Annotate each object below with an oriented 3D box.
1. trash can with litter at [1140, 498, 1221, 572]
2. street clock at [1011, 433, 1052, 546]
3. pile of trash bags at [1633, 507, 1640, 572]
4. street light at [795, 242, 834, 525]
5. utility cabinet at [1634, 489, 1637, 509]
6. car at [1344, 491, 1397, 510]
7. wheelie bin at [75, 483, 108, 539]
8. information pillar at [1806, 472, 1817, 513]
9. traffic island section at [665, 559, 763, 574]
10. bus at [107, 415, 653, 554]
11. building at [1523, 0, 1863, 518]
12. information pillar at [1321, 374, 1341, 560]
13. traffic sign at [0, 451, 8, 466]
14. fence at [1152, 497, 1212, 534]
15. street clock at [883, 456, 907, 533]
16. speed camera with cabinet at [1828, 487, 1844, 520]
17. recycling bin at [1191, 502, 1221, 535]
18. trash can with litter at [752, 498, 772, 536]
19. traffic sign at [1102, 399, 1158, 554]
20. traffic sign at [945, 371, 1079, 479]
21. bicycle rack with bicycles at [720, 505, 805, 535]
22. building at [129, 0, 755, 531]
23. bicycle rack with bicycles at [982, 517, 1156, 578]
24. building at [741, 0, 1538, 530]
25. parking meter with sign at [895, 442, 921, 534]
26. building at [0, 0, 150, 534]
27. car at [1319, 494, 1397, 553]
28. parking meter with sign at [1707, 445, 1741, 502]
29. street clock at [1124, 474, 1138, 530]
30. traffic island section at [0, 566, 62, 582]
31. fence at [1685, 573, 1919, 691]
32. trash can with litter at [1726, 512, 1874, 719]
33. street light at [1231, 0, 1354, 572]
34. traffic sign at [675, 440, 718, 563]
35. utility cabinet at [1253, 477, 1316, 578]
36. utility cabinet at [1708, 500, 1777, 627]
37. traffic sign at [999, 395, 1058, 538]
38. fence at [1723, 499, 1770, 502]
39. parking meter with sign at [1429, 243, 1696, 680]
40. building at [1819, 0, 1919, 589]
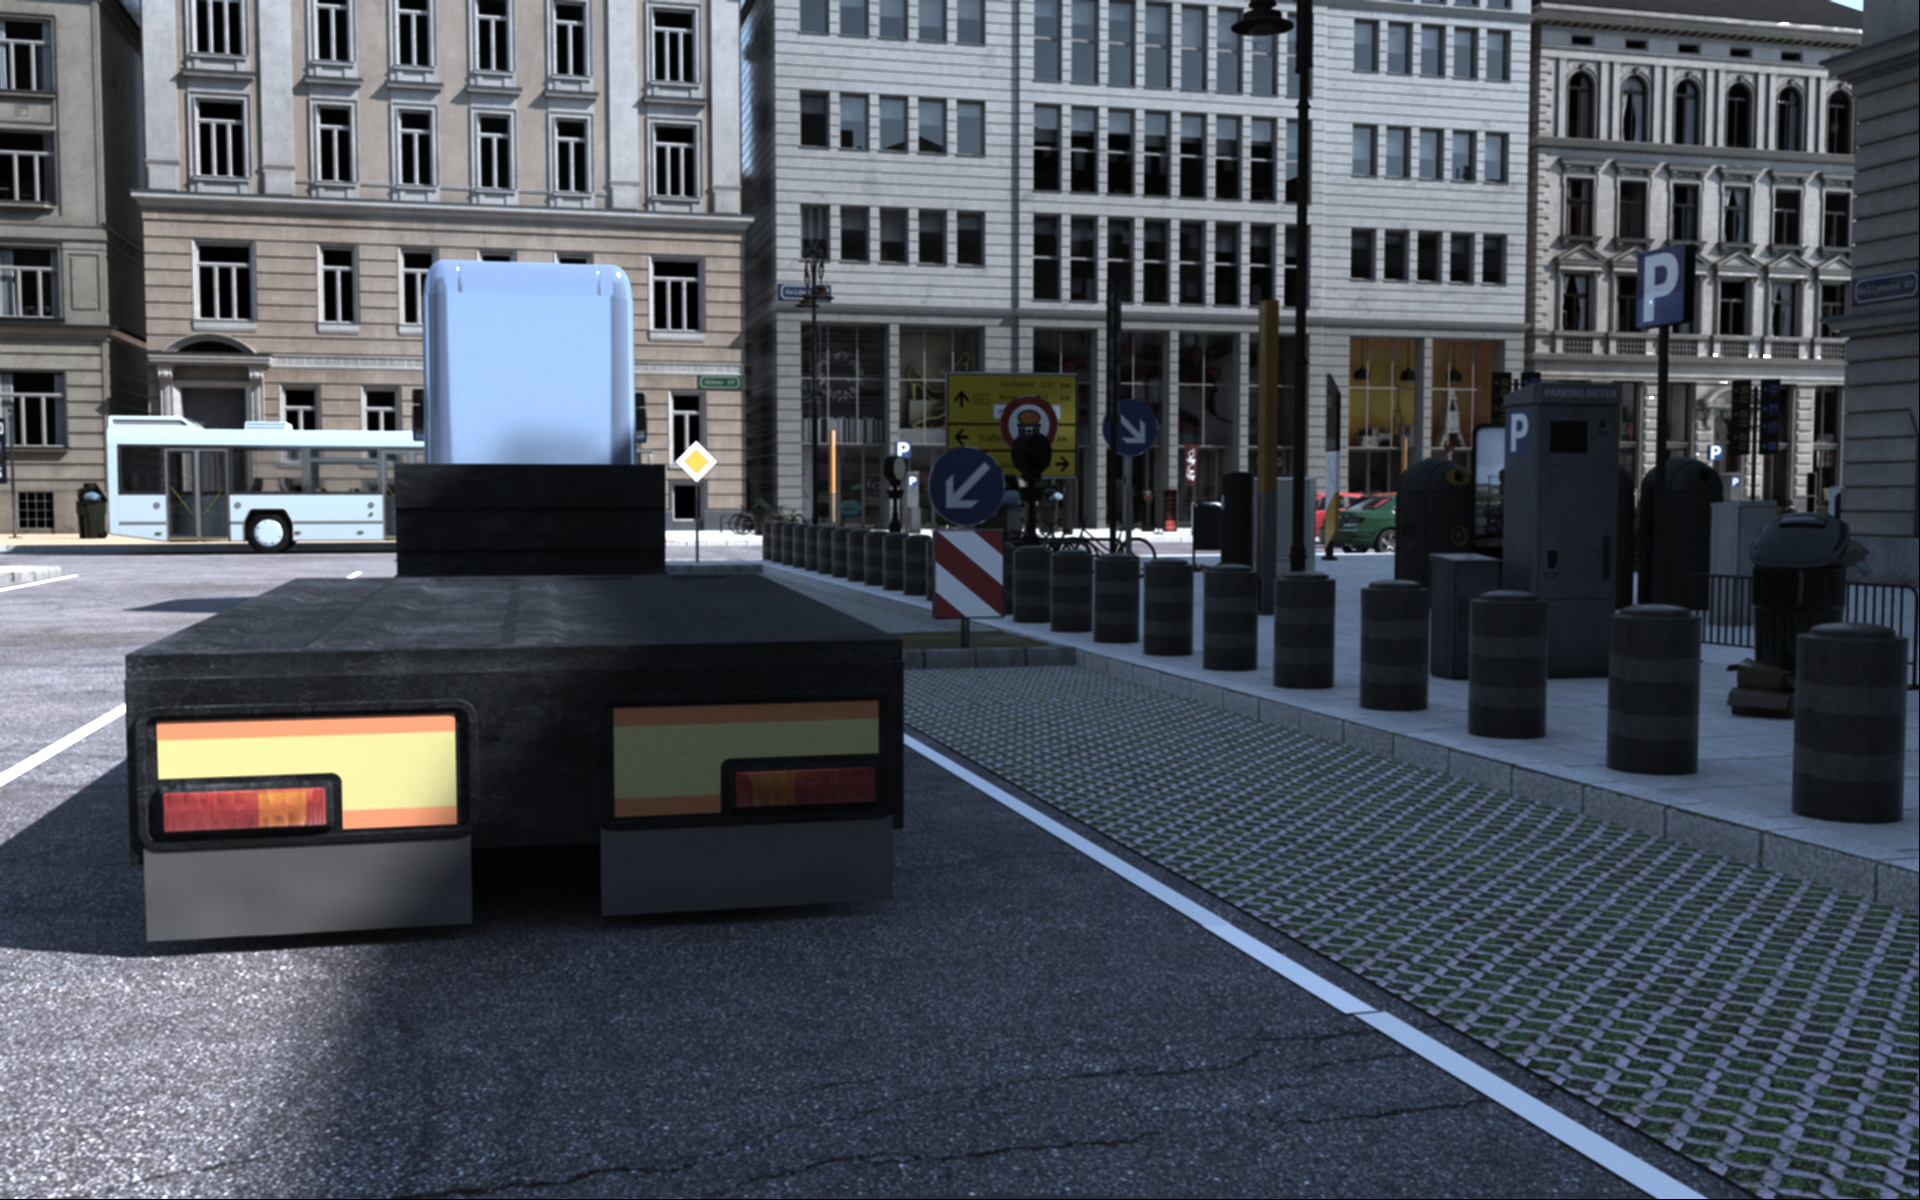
[{"bbox_3d":[3.759,-1.100,29.043,2.233,1.210,1.678,0,4,-8],"label":"trash can with litter"},{"bbox_3d":[0.853,-0.986,20.687,0.471,2.002,0.358,-3,5,-43],"label":"street clock"},{"bbox_3d":[11.013,-1.193,29.255,3.447,1.369,1.912,0,4,-7],"label":"pile of trash bags"},{"bbox_3d":[-2.686,-3.622,32.007,0.468,5.910,1.993,-1,4,-15],"label":"street light"},{"bbox_3d":[25.084,-3.496,65.838,1.173,1.500,0.318,0,4,-2],"label":"utility cabinet"},{"bbox_3d":[12.477,-2.302,46.678,4.494,1.783,2.155,-1,4,-17],"label":"car"},{"bbox_3d":[-25.071,-2.574,49.988,0.980,1.594,0.693,2,4,34],"label":"wheelie bin"},{"bbox_3d":[28.922,-3.326,58.866,0.304,2.012,0.304,2,4,27],"label":"information pillar"},{"bbox_3d":[-4.898,-0.621,32.438,2.009,0.180,2.903,-1,4,-15],"label":"traffic island section"},{"bbox_3d":[-13.777,-2.958,43.228,13.247,3.499,2.948,-1,4,-16],"label":"bus"},{"bbox_3d":[30.464,-15.076,75.376,19.941,23.489,11.050,-1,4,-15],"label":"building"},{"bbox_3d":[7.212,-2.580,33.544,0.183,3.616,0.504,-1,4,-12],"label":"information pillar"},{"bbox_3d":[-16.509,-1.568,29.273,0.795,2.450,0.064,-1,4,-15],"label":"traffic sign"},{"bbox_3d":[7.308,-2.722,55.716,2.264,1.192,0.480,-1,4,-21],"label":"fence"},{"bbox_3d":[-1.228,-1.727,32.804,0.358,2.002,0.471,2,4,30],"label":"street clock"},{"bbox_3d":[19.892,-2.631,37.347,2.038,3.252,0.660,2,4,29],"label":"speed camera with cabinet"},{"bbox_3d":[7.665,-2.525,53.845,0.722,1.027,0.722,3,4,38],"label":"recycling bin"},{"bbox_3d":[-5.944,-2.585,53.646,1.055,1.170,0.624,3,5,41],"label":"trash can with litter"},{"bbox_3d":[2.271,-1.418,23.287,0.768,2.556,0.104,0,4,-7],"label":"traffic sign"},{"bbox_3d":[0.870,-2.148,28.995,2.265,3.308,0.079,-1,4,-10],"label":"traffic sign"},{"bbox_3d":[-6.368,-2.612,56.095,2.925,0.926,2.852,-2,4,-30],"label":"bicycle rack with bicycles"},{"bbox_3d":[-18.415,-16.982,63.562,20.117,28.700,13.634,-1,4,-15],"label":"building"},{"bbox_3d":[1.218,-0.763,25.856,2.925,0.926,2.852,1,4,22],"label":"bicycle rack with bicycles"},{"bbox_3d":[6.466,-17.808,68.655,29.804,29.767,11.434,-1,4,-15],"label":"building"},{"bbox_3d":[-1.658,-3.701,56.778,0.543,3.016,1.738,-1,4,-17],"label":"parking meter with sign"},{"bbox_3d":[-43.033,-13.786,58.687,30.059,22.955,16.112,-1,4,-15],"label":"building"},{"bbox_3d":[10.731,-1.721,39.943,4.920,1.459,2.131,-1,4,-15],"label":"car"},{"bbox_3d":[26.967,-3.944,60.745,0.543,3.016,1.738,-1,4,-12],"label":"parking meter with sign"},{"bbox_3d":[6.060,-3.477,61.414,0.471,2.002,0.358,-1,4,-22],"label":"street clock"},{"bbox_3d":[-16.530,-0.431,29.329,2.009,0.180,2.903,-1,4,-15],"label":"traffic island section"},{"bbox_3d":[5.903,0.189,12.285,0.278,0.683,2.069,-1,4,-22],"label":"fence"},{"bbox_3d":[4.934,0.072,10.208,0.624,1.170,1.055,3,4,38],"label":"trash can with litter"},{"bbox_3d":[2.472,-2.431,12.541,0.468,5.910,1.993,-1,4,-15],"label":"street light"},{"bbox_3d":[-4.919,-1.756,32.355,0.795,2.450,0.064,-1,4,-15],"label":"traffic sign"},{"bbox_3d":[4.044,-0.859,22.724,1.173,1.500,0.318,2,4,28],"label":"utility cabinet"},{"bbox_3d":[7.758,-0.369,17.188,0.306,1.237,1.020,3,5,43],"label":"utility cabinet"},{"bbox_3d":[0.883,-1.367,22.454,0.768,2.556,0.104,0,4,-8],"label":"traffic sign"},{"bbox_3d":[13.727,-1.240,31.479,0.480,1.192,2.264,-2,4,-31],"label":"fence"},{"bbox_3d":[4.199,-0.973,12.170,1.738,3.016,0.543,-1,4,-13],"label":"parking meter with sign"},{"bbox_3d":[21.900,-11.622,9.111,14.460,24.649,34.723,-1,4,-15],"label":"building"}]
